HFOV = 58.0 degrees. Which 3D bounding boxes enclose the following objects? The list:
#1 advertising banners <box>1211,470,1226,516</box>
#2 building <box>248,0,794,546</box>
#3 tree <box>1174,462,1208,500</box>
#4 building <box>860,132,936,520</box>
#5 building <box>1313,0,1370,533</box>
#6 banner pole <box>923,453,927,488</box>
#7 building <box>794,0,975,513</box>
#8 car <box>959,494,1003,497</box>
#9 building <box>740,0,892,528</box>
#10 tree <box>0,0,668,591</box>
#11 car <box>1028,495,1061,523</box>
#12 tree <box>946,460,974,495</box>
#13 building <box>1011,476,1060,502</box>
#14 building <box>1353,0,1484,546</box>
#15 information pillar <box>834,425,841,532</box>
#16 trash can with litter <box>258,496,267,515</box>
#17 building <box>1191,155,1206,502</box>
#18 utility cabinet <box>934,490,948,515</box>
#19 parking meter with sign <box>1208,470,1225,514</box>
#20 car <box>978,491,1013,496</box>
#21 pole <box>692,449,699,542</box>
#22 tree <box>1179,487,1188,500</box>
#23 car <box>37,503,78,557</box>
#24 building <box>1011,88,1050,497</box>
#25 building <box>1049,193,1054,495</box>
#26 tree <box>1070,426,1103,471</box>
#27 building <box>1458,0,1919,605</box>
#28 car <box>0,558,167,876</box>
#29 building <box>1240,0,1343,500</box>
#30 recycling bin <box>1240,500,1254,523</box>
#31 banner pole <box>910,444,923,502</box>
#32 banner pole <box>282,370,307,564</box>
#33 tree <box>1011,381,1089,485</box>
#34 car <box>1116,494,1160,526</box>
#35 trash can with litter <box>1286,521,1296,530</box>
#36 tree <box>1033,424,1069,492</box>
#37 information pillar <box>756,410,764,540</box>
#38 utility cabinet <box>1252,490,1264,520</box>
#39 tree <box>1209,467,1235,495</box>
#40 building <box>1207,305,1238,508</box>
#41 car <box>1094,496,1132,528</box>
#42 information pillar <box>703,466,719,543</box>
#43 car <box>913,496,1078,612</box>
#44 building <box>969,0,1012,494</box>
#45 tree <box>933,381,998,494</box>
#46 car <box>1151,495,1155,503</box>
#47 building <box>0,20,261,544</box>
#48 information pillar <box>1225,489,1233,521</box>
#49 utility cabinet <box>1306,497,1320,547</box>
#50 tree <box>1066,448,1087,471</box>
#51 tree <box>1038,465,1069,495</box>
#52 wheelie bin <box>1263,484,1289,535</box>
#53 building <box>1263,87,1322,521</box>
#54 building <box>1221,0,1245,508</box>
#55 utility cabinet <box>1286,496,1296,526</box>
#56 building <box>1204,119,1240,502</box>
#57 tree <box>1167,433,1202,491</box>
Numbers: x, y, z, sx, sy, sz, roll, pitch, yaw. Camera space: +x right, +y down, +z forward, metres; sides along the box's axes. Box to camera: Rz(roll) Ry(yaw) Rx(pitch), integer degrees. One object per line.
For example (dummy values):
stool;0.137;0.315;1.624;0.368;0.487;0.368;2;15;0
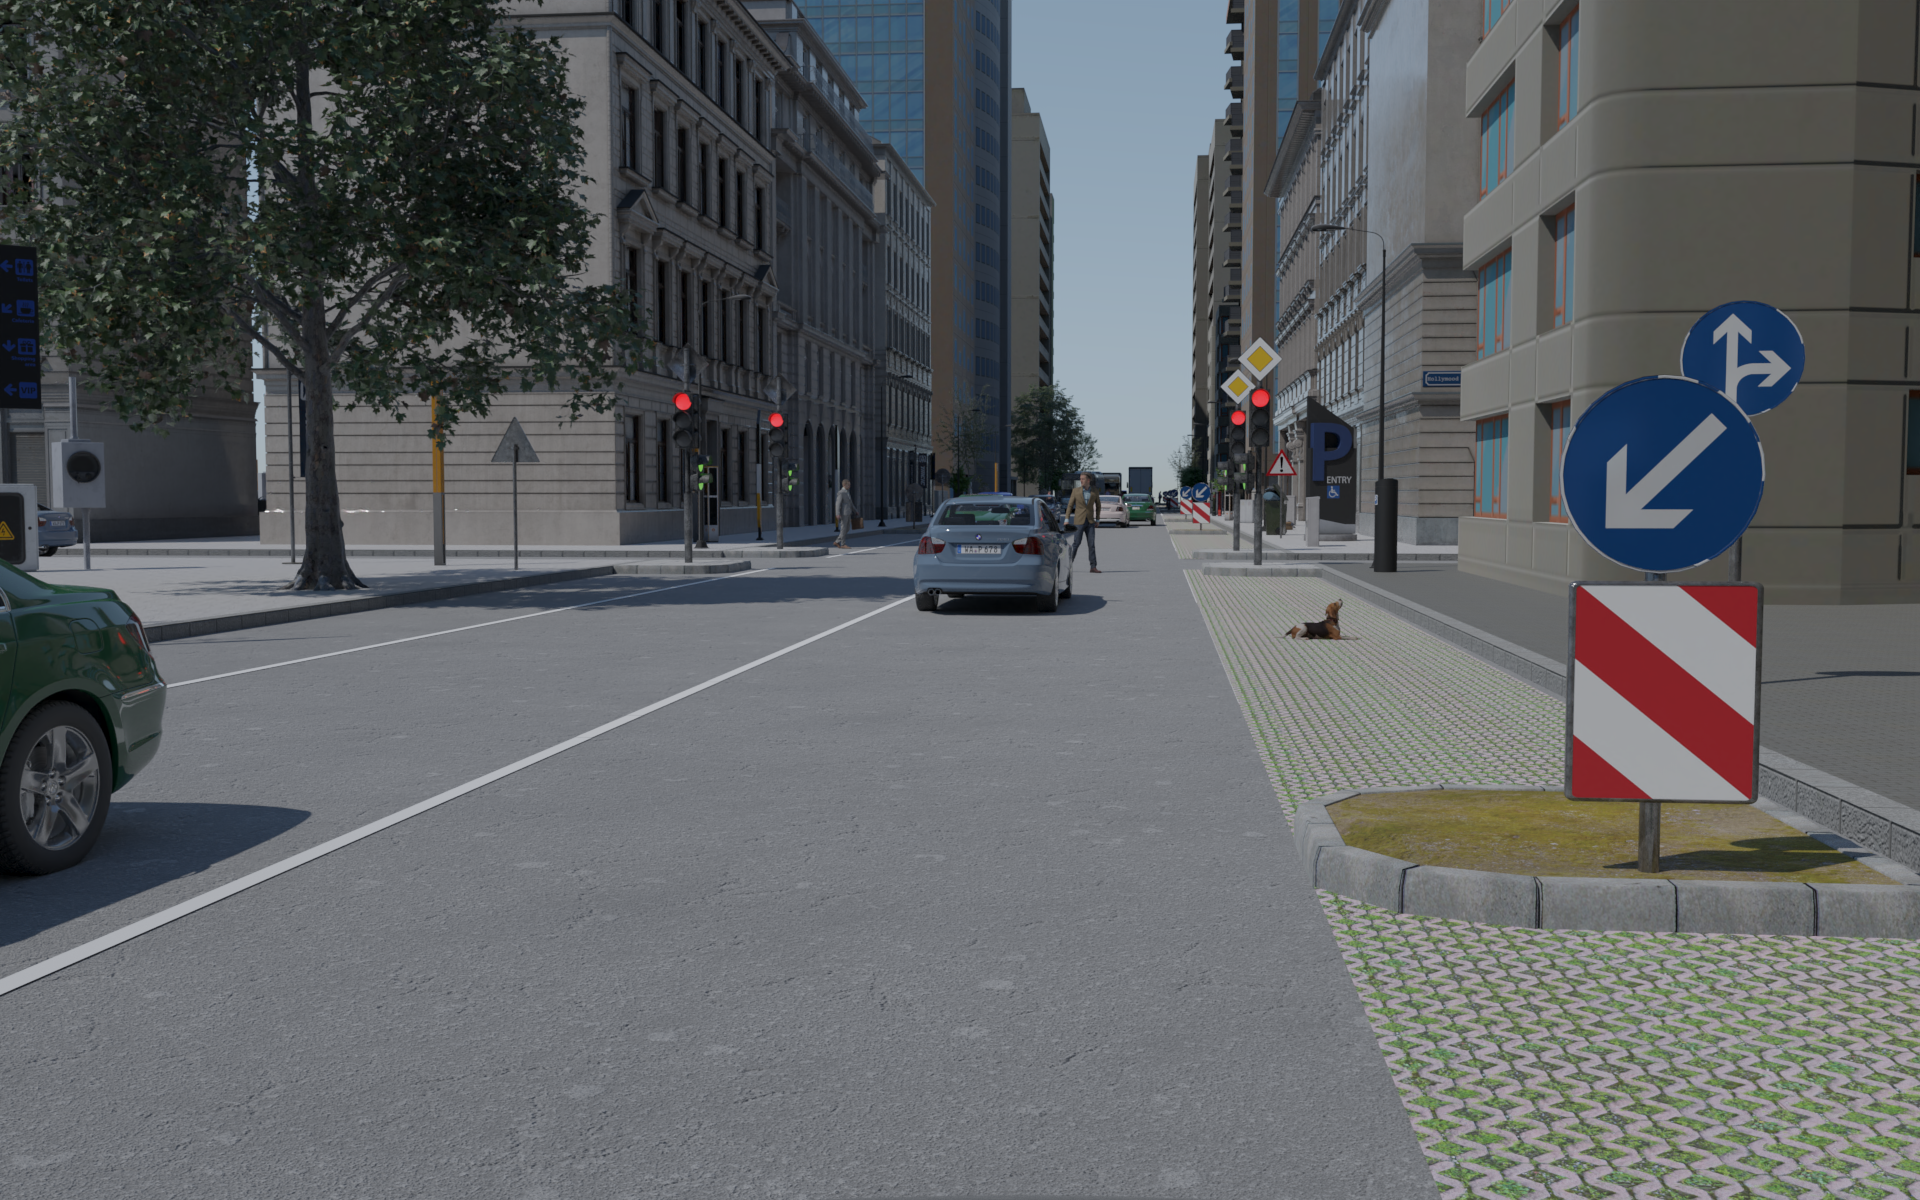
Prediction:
advertising banners;14.907;-6.313;99.411;0.090;3.025;2.074;-1;4;-16
building;-12.135;-11.459;51.987;10.561;19.102;19.286;0;4;6
tree;23.312;-11.690;174.842;4.285;4.588;4.351;0;3;0
building;-7.278;-15.052;95.247;9.793;20.994;18.267;0;4;6
building;18.506;-13.063;62.730;9.793;20.994;18.267;0;4;6
banner pole;-2.146;-6.303;93.079;0.863;3.779;0.401;-1;4;-19
building;-6.551;-28.900;122.632;14.600;45.320;14.200;0;4;6
car;0.587;-2.206;47.863;2.131;1.459;4.920;0;4;5
building;-11.276;-14.211;74.154;13.314;21.916;24.055;0;4;6
tree;-8.724;-6.487;23.078;9.611;12.733;9.660;0;3;0
car;3.958;-4.453;84.812;2.014;1.417;4.499;0;4;8
tree;0.047;-6.377;98.861;1.663;3.219;1.824;0;3;0
building;-1.463;-34.127;249.864;32.217;40.220;23.993;0;4;6
building;28.744;-13.853;45.587;34.723;24.649;14.460;0;4;6
information pillar;-4.167;-4.128;58.852;0.183;3.616;0.504;0;4;3
trash can with litter;-22.764;-2.849;57.639;1.678;1.210;2.233;1;4;21
building;42.421;-37.345;234.298;21.300;48.544;21.600;0;4;6
utility cabinet;-1.104;-5.721;102.220;0.318;1.500;1.173;2;4;28
parking meter with sign;16.581;-7.057;111.643;0.543;3.016;1.738;-2;4;-24
car;1.101;-2.804;55.439;1.945;1.707;3.694;0;4;4
pole;-6.972;-3.181;45.859;0.158;3.312;0.155;0;3;0
tree;32.983;-15.725;251.699;1.663;3.219;1.824;0;3;0
car;-22.050;-1.622;38.524;4.499;1.417;2.014;0;4;7
building;-0.300;-35.959;211.623;21.300;48.544;21.600;0;4;6
building;5.032;-33.386;229.454;14.154;41.232;14.086;0;4;6
tree;17.957;-20.850;266.656;9.928;11.665;9.643;0;3;0
building;20.525;-10.251;12.649;27.650;21.520;28.899;0;4;6
car;-4.466;0.396;5.326;2.131;1.459;4.920;0;4;7
building;27.053;-28.788;120.791;14.600;45.320;14.200;0;4;6
recycling bin;12.871;-3.914;76.542;0.722;1.027;0.722;-3;5;-41
banner pole;-2.349;-5.939;87.116;0.401;3.779;0.863;-2;4;-27
banner pole;-12.048;-2.555;31.796;0.863;3.779;0.401;-3;4;-39
tree;9.422;-17.458;192.095;9.857;13.997;8.962;0;3;0
car;8.075;-4.132;79.349;2.131;1.459;4.920;0;4;6
trash can with litter;11.435;-3.091;61.933;1.055;1.170;0.624;0;4;-7
tree;9.369;-14.105;180.977;4.360;8.622;3.978;0;3;0
information pillar;-5.555;-3.457;47.882;0.183;3.616;0.504;0;4;-1
utility cabinet;14.741;-4.649;84.691;1.173;1.500;0.318;-3;5;-40
tree;16.673;-7.000;109.043;1.663;3.219;1.824;0;3;0
building;38.964;-19.954;171.288;27.650;21.520;28.899;0;4;6
car;6.319;-3.806;74.597;2.083;1.381;4.827;0;4;8
information pillar;-6.596;-2.531;45.877;0.304;2.012;0.304;-2;4;-32
car;0.492;-0.637;22.419;2.014;1.417;4.499;0;4;7
building;-7.313;-36.820;144.010;21.231;58.520;28.212;0;4;6
tree;0.573;-9.724;109.347;4.360;8.622;3.978;0;3;0
car;28.084;-14.992;257.691;1.945;1.354;3.894;0;4;7
building;-31.135;-12.259;49.585;18.267;20.994;9.793;0;4;6
information pillar;12.978;-4.836;83.561;0.304;2.012;0.304;3;5;43
utility cabinet;8.658;-1.921;42.568;0.306;1.237;1.020;1;4;9
tree;14.803;-17.171;231.110;4.737;8.622;4.395;0;3;0
tree;12.128;-13.585;205.832;4.285;4.588;4.351;0;3;0
wheelie bin;9.857;-2.827;54.128;0.693;1.594;0.980;1;4;23
building;21.499;-14.750;92.071;10.553;20.767;40.483;0;4;6
building;32.900;-29.796;141.785;22.147;44.769;28.867;0;4;6
utility cabinet;13.214;-3.648;70.803;1.020;1.237;0.306;2;4;24
building;41.515;-36.025;212.706;21.300;48.544;21.600;0;4;6
tree;27.131;-15.713;207.261;4.360;8.622;3.978;0;3;0
